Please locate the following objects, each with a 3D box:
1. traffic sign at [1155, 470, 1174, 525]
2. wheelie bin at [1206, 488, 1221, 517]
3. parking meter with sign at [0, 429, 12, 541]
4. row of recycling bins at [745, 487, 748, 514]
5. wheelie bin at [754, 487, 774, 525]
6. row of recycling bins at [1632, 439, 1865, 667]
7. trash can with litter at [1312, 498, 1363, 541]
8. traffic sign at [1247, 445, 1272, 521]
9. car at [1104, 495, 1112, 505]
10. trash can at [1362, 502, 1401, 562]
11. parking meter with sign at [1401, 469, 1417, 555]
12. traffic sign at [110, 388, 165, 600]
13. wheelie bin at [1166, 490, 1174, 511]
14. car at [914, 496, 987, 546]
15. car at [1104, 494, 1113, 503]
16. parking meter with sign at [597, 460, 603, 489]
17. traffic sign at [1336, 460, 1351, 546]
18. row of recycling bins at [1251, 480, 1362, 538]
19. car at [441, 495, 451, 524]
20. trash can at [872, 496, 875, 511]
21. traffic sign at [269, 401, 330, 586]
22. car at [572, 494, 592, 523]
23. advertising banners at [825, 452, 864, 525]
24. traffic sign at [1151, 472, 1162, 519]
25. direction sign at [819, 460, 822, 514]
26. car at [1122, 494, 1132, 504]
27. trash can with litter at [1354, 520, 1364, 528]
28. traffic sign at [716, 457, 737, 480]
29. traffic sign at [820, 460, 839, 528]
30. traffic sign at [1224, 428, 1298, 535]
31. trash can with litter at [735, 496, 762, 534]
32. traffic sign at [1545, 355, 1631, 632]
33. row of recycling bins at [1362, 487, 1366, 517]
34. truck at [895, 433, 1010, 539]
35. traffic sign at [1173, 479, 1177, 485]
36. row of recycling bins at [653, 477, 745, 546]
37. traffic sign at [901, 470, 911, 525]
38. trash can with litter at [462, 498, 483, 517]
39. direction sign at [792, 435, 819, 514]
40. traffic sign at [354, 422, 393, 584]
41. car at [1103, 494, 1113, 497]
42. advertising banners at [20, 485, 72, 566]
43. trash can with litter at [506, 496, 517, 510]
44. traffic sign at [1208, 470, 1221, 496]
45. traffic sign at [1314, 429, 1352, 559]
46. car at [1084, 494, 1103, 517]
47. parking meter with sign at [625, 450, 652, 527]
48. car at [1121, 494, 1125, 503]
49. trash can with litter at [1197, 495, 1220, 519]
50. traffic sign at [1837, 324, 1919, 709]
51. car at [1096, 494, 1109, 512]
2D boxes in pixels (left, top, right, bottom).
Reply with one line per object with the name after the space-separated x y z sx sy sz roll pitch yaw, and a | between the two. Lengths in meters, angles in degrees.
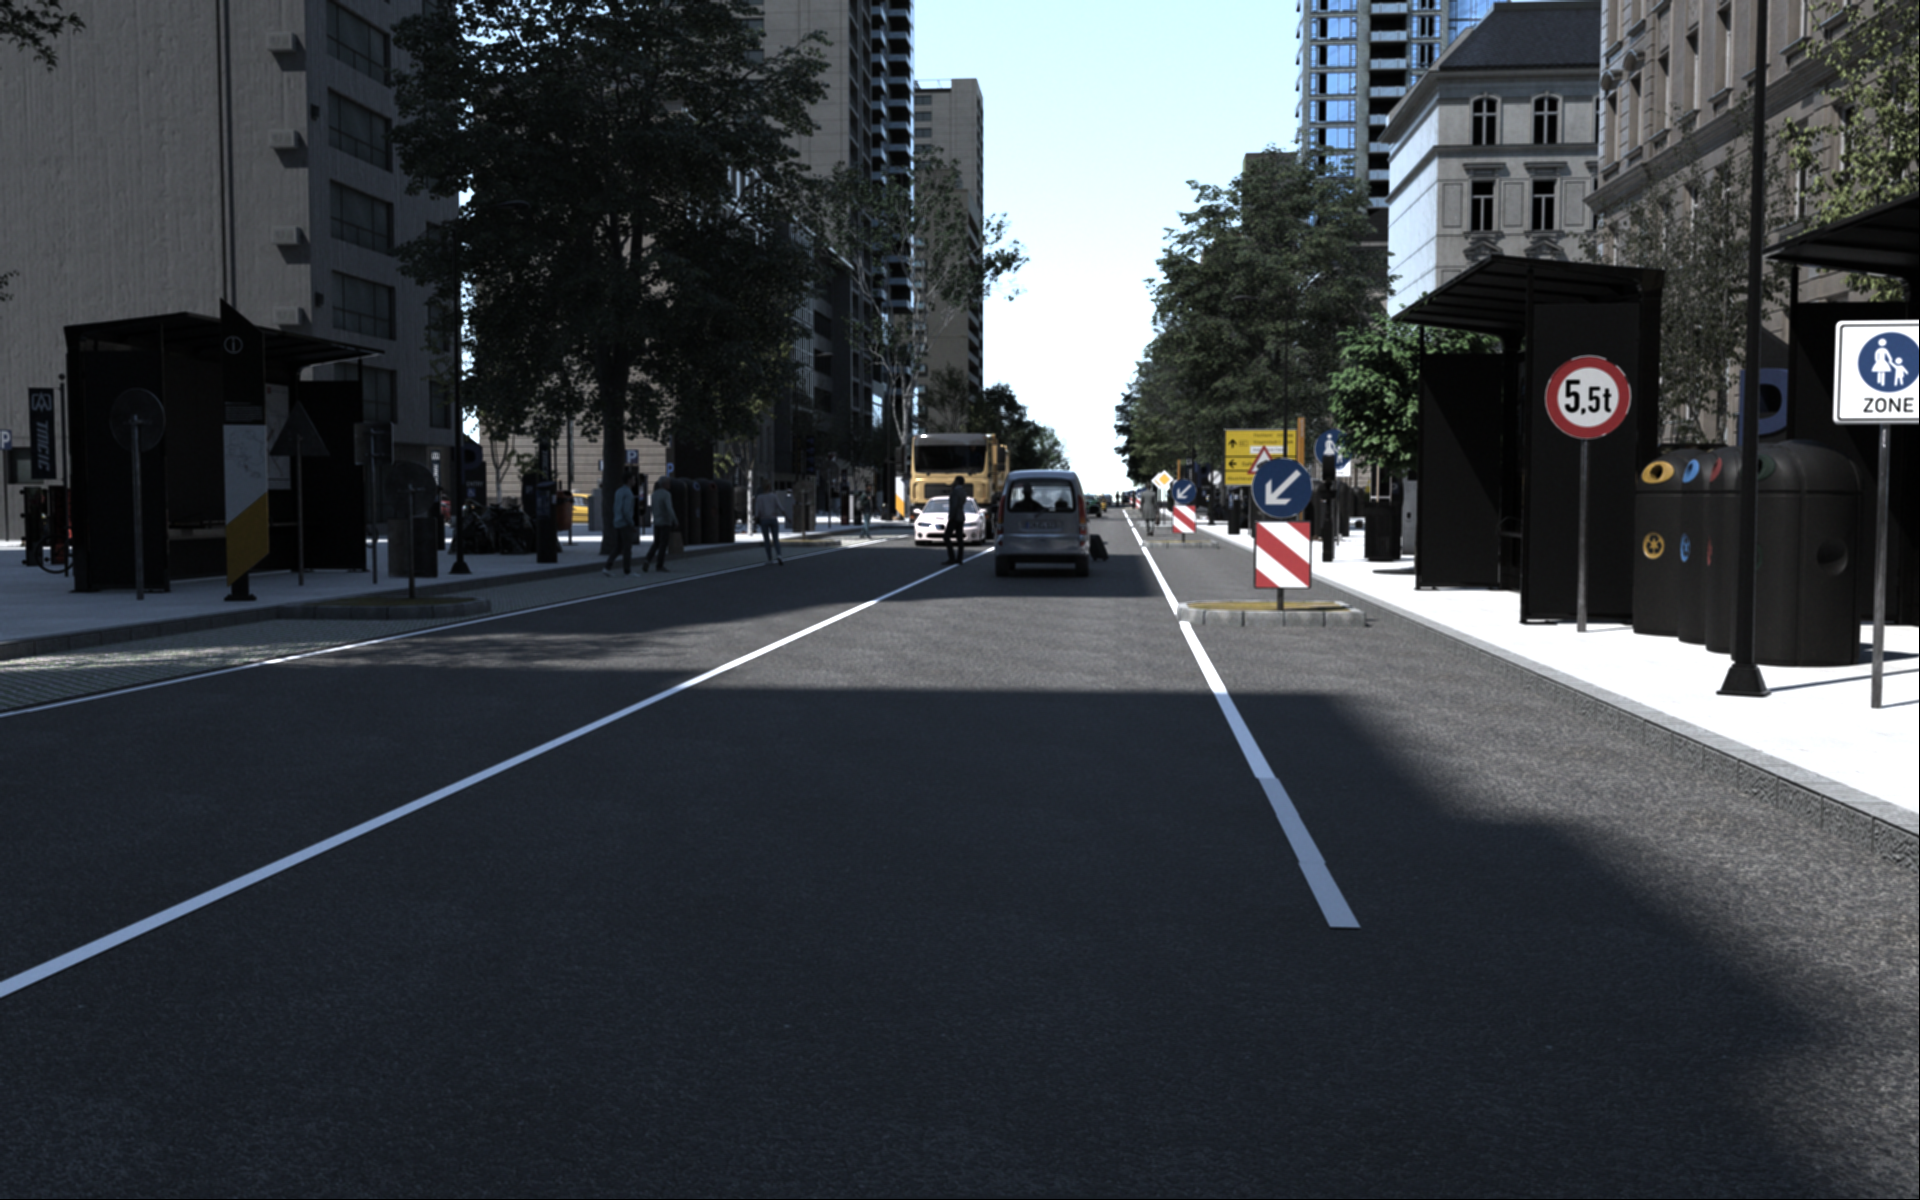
8.376 -4.122 71.031 0.795 2.450 0.064 0 4 5 | traffic sign
14.241 -5.430 96.685 0.980 1.594 0.693 -1 4 -22 | wheelie bin
-26.662 -3.100 46.948 1.738 3.016 0.543 0 4 5 | parking meter with sign
-11.364 -5.041 89.532 1.069 1.692 3.534 -1 4 -9 | row of recycling bins
-8.241 -3.979 72.964 0.980 1.594 0.693 1 4 18 | wheelie bin
6.544 -0.452 14.506 1.069 1.692 3.534 0 4 6 | row of recycling bins
10.089 -2.248 47.818 1.678 1.210 2.233 0 4 -3 | trash can with litter
8.094 -2.824 46.181 0.884 2.594 0.081 0 4 7 | traffic sign
18.582 -12.936 223.859 2.083 1.381 4.827 0 4 3 | car
8.000 -1.300 32.910 0.748 1.137 0.748 0 3 0 | trash can
9.669 -2.453 36.364 1.738 3.016 0.543 2 4 31 | parking meter with sign
-9.943 -1.274 20.930 0.768 2.556 0.104 1 4 14 | traffic sign
16.169 -7.597 132.119 0.980 1.594 0.693 -1 4 -11 | wheelie bin
-0.242 -2.265 49.392 2.083 1.381 4.827 0 4 3 | car
24.810 -17.211 291.618 2.015 1.641 3.980 0 4 6 | car
-17.695 -5.641 88.486 1.738 3.016 0.543 3 5 41 | parking meter with sign
9.363 -2.492 42.868 0.606 2.300 0.079 1 4 14 | traffic sign
10.157 -2.705 51.342 3.534 1.692 1.069 -2 4 -31 | row of recycling bins
-24.772 -4.195 77.635 4.494 1.783 2.155 0 4 6 | car
-6.658 -7.164 128.784 0.748 1.137 0.748 0 3 0 | trash can
-9.238 -1.481 24.214 0.884 2.594 0.081 0 4 6 | traffic sign
-16.679 -4.116 77.512 3.980 1.641 2.015 0 4 7 | car
-4.730 -4.606 71.490 2.074 3.025 0.090 3 5 43 | advertising banners
9.088 -4.608 78.984 0.795 2.450 0.064 0 4 5 | traffic sign
-9.432 -7.476 114.232 0.876 3.537 0.379 2 4 32 | direction sign
23.511 -14.165 241.388 2.009 1.686 4.222 0 4 5 | car
15.284 -3.281 65.031 1.055 1.170 0.624 1 4 15 | trash can with litter
-8.100 -3.656 59.878 0.768 2.556 0.104 1 4 9 | traffic sign
-4.918 -3.983 65.220 0.768 2.556 0.104 1 4 12 | traffic sign
9.351 -3.673 53.931 2.265 3.308 0.079 0 4 7 | traffic sign
-7.172 -2.737 55.805 2.233 1.210 1.678 -2 4 -34 | trash can with litter
5.775 -0.973 16.013 0.768 2.556 0.104 0 4 6 | traffic sign
22.144 -5.426 95.834 1.069 1.692 3.534 3 5 44 | row of recycling bins
0.053 -3.774 57.626 3.469 3.379 9.791 0 4 6 | truck
18.662 -9.106 148.981 0.768 2.556 0.104 1 4 14 | traffic sign
-6.808 -2.271 44.242 1.069 1.692 3.534 1 4 18 | row of recycling bins
-2.075 -4.180 71.983 0.795 2.450 0.064 0 4 5 | traffic sign
-13.481 -2.292 48.861 1.055 1.170 0.624 -2 4 -35 | trash can with litter
-6.031 -4.576 66.812 0.876 3.537 0.379 0 4 6 | direction sign
-8.364 -1.381 24.704 0.606 2.300 0.079 1 4 14 | traffic sign
25.577 -17.861 301.067 2.155 1.783 4.494 0 4 5 | car
-16.462 -2.162 31.538 0.090 3.025 2.074 0 4 4 | advertising banners
-22.260 -4.495 84.544 2.233 1.210 1.678 0 4 -8 | trash can with litter
13.747 -5.704 93.359 0.768 2.556 0.104 1 4 14 | traffic sign
7.333 -2.073 34.006 0.768 2.556 0.104 1 4 9 | traffic sign
7.833 -5.850 107.437 2.131 1.459 4.920 0 4 3 | car
-12.471 -4.349 67.367 0.543 3.016 1.738 -2 4 -31 | parking meter with sign
26.593 -16.283 276.014 2.009 1.686 4.222 0 4 6 | car
12.744 -4.715 88.140 2.233 1.210 1.678 2 4 35 | trash can with litter
5.487 -0.500 10.302 0.606 2.300 0.079 0 4 7 | traffic sign
10.775 -7.769 137.240 2.015 1.641 3.980 0 4 5 | car
